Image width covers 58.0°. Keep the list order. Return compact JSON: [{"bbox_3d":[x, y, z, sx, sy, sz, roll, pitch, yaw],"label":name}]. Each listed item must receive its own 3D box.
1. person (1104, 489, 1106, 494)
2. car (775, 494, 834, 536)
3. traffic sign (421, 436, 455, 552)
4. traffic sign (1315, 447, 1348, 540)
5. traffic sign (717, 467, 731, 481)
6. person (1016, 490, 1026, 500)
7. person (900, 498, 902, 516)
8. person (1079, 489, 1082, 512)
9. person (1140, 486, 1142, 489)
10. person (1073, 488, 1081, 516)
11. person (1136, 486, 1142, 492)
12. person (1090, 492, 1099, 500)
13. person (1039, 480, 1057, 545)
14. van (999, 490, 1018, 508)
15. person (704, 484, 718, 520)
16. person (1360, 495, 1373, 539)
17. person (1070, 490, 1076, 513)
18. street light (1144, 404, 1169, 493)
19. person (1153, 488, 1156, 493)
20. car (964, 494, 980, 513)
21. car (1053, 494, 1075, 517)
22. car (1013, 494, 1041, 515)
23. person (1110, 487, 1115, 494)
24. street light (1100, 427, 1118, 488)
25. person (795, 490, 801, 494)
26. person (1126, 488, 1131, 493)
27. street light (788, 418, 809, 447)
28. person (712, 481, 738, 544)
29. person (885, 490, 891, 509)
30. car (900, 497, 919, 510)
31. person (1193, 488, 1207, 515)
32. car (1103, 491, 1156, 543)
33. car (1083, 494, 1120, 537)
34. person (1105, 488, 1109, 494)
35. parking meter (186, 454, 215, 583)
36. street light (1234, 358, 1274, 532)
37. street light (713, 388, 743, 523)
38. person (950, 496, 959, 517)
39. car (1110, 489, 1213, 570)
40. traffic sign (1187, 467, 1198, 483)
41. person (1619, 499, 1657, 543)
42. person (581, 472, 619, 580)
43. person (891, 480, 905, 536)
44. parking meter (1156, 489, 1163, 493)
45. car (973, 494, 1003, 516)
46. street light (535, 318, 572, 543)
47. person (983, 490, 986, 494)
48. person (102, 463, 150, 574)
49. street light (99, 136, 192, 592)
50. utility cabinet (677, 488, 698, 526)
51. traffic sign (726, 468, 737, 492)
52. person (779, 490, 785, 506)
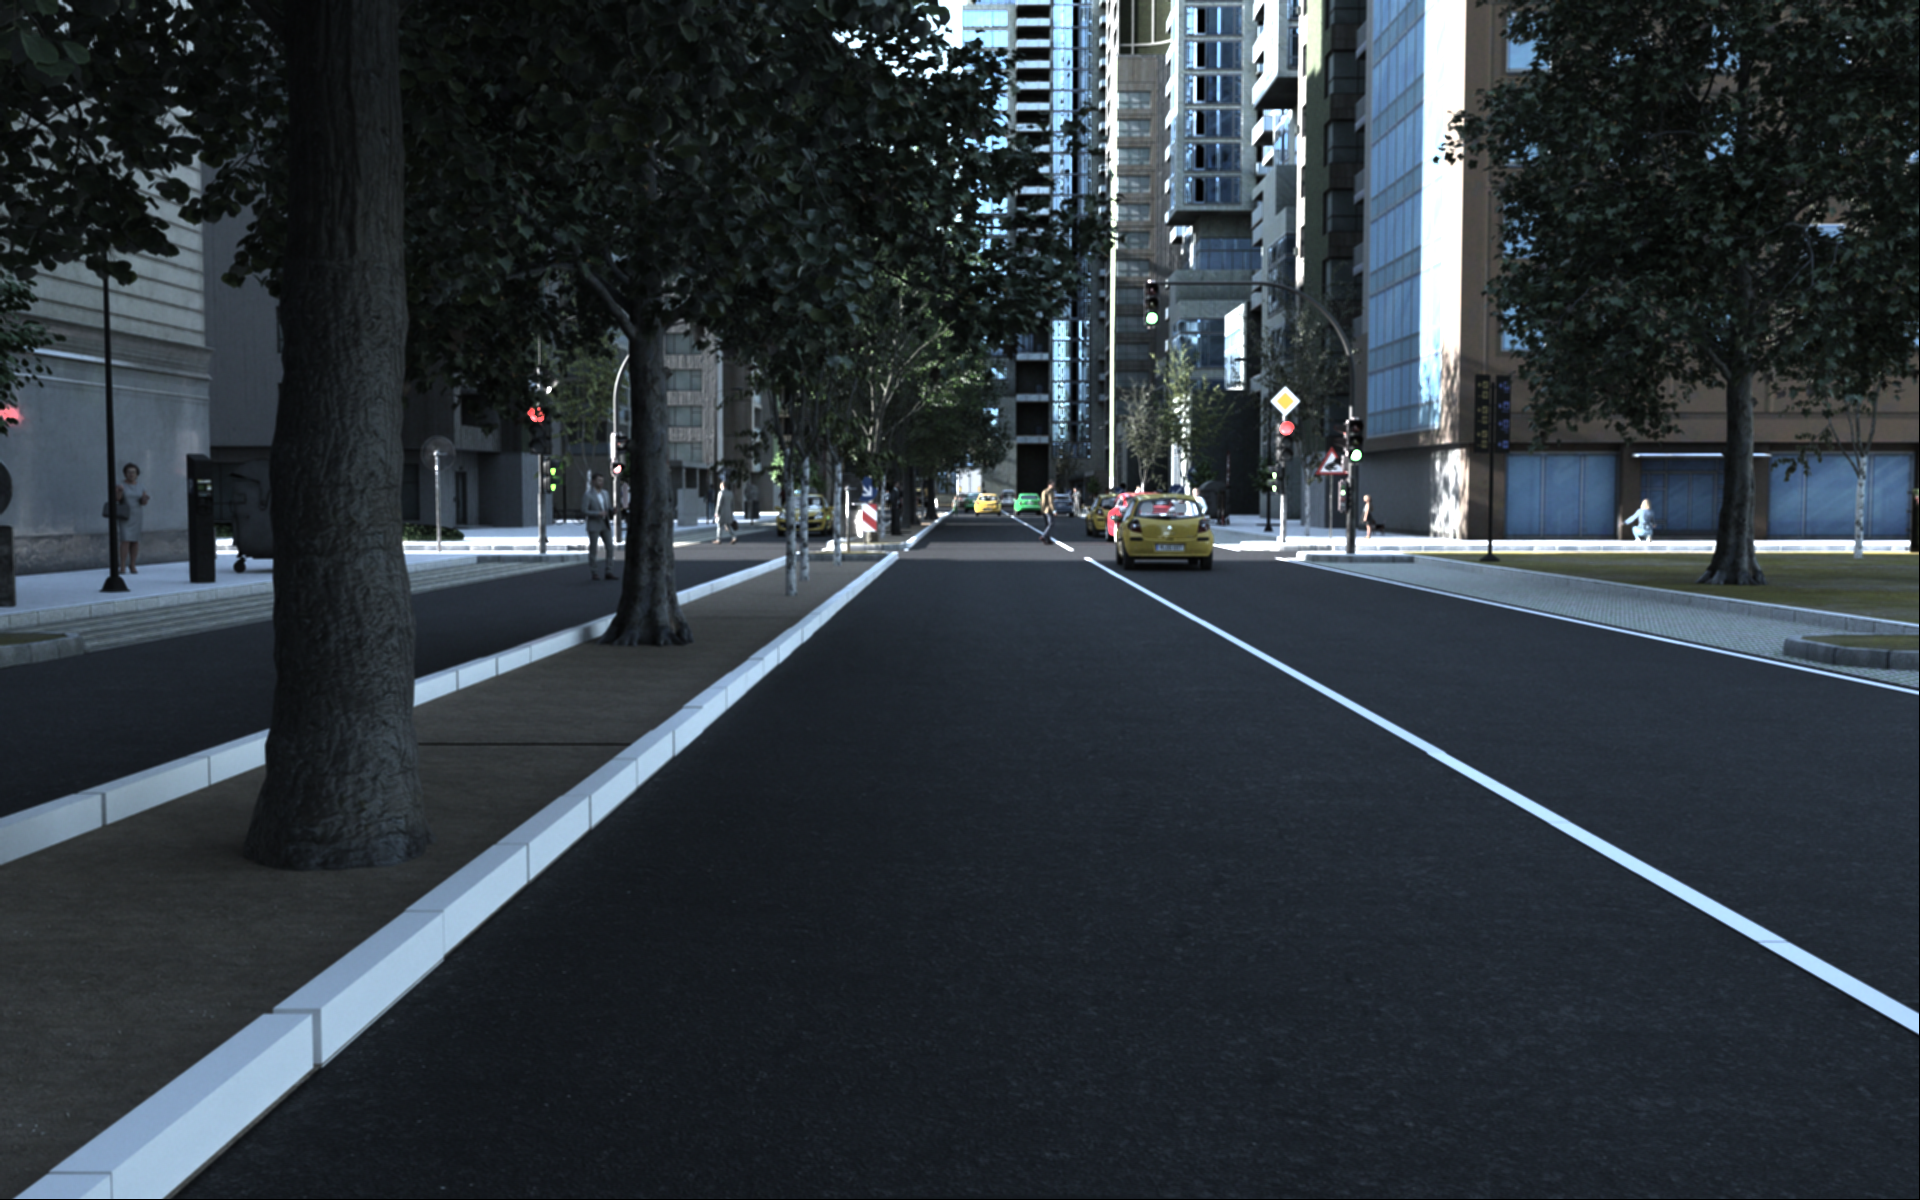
[{"bbox_3d":[13.014,-9.013,154.330,0.541,1.710,0.530,1,4,17],"label":"person"},{"bbox_3d":[-5.364,-3.055,60.178,2.015,1.641,3.980,0,4,1],"label":"car"},{"bbox_3d":[-11.467,-2.321,38.063,0.768,2.556,0.104,0,4,4],"label":"traffic sign"},{"bbox_3d":[10.242,-2.923,47.801,0.884,2.594,0.081,0,4,3],"label":"traffic sign"},{"bbox_3d":[-10.811,-4.875,79.447,0.795,2.593,0.064,0,4,1],"label":"traffic sign"},{"bbox_3d":[5.616,-8.924,154.434,1.348,1.821,0.705,2,4,34],"label":"person"},{"bbox_3d":[-3.603,-6.194,110.163,0.834,1.777,0.661,0,4,5],"label":"person"},{"bbox_3d":[9.392,-7.755,135.433,0.705,1.807,1.348,0,4,-4],"label":"person"},{"bbox_3d":[12.445,-6.918,119.251,0.767,1.812,0.694,2,4,27],"label":"person"},{"bbox_3d":[7.627,-6.400,112.950,0.447,1.846,0.655,-3,5,-44],"label":"person"},{"bbox_3d":[11.959,-6.661,115.059,0.679,1.850,0.850,-1,4,-20],"label":"person"},{"bbox_3d":[13.301,-9.994,170.274,1.217,1.723,0.721,-2,4,-30],"label":"person"},{"bbox_3d":[2.513,-2.483,49.001,0.656,1.842,0.836,2,4,32],"label":"person"},{"bbox_3d":[4.940,-10.291,175.275,2.013,2.044,4.112,0,4,2],"label":"van"},{"bbox_3d":[-12.500,-4.929,86.987,0.623,1.781,0.721,-2,4,-28],"label":"person"},{"bbox_3d":[11.537,-2.350,49.131,0.373,1.253,0.362,1,4,20],"label":"person"},{"bbox_3d":[8.644,-7.456,131.126,0.721,1.735,1.217,3,5,39],"label":"person"},{"bbox_3d":[10.231,-7.170,89.764,1.470,5.913,1.316,0,4,0],"label":"street light"},{"bbox_3d":[13.956,-7.225,124.887,0.721,1.736,1.217,2,4,24],"label":"person"},{"bbox_3d":[1.247,-7.708,134.819,1.959,1.807,4.718,0,4,1],"label":"car"},{"bbox_3d":[6.332,-5.982,109.806,2.014,1.417,4.499,0,4,1],"label":"car"},{"bbox_3d":[4.633,-6.663,117.742,1.959,1.807,4.718,0,4,-1],"label":"car"},{"bbox_3d":[6.117,-3.675,69.596,0.522,1.701,0.512,2,4,27],"label":"person"},{"bbox_3d":[10.377,-9.035,120.266,1.470,5.913,1.316,0,4,0],"label":"street light"},{"bbox_3d":[-10.994,-6.843,117.950,0.660,1.820,0.620,-2,4,-27],"label":"person"},{"bbox_3d":[12.577,-7.453,128.577,1.217,1.739,0.721,-2,4,-32],"label":"person"},{"bbox_3d":[-9.973,-8.179,106.267,1.470,5.913,1.316,0,4,0],"label":"street light"},{"bbox_3d":[-6.771,-2.521,49.814,0.767,1.812,0.694,2,4,35],"label":"person"},{"bbox_3d":[-6.962,-9.739,167.718,1.348,1.826,0.705,-2,4,-27],"label":"person"},{"bbox_3d":[-4.614,-8.652,150.494,2.155,1.783,4.494,0,4,1],"label":"car"},{"bbox_3d":[6.559,-2.303,47.970,0.330,1.601,0.589,-3,5,-40],"label":"person"},{"bbox_3d":[5.313,-2.563,50.946,2.155,1.783,4.494,0,4,-1],"label":"car"},{"bbox_3d":[5.222,-2.963,58.672,2.015,1.641,3.980,0,4,0],"label":"car"},{"bbox_3d":[12.996,-8.951,152.330,0.705,1.831,1.348,-1,4,-16],"label":"person"},{"bbox_3d":[-10.992,-1.185,25.085,0.255,1.863,0.399,-3,5,-42],"label":"parking meter"},{"bbox_3d":[10.018,-5.295,59.114,1.470,5.913,1.316,0,4,0],"label":"street light"},{"bbox_3d":[-10.135,-6.303,75.597,1.470,5.913,1.316,0,4,0],"label":"street light"},{"bbox_3d":[-0.339,-5.981,110.543,0.590,1.304,0.306,2,4,27],"label":"person"},{"bbox_3d":[3.989,-1.466,34.196,2.015,1.641,3.980,0,4,2],"label":"car"},{"bbox_3d":[10.923,-4.919,80.532,0.768,2.556,0.104,1,4,10],"label":"traffic sign"},{"bbox_3d":[17.821,-2.072,45.425,1.012,1.151,0.738,1,4,9],"label":"person"},{"bbox_3d":[-5.990,-1.240,28.969,0.583,1.804,0.606,3,4,36],"label":"person"},{"bbox_3d":[-2.156,-3.166,59.634,0.474,1.900,0.648,0,4,-6],"label":"person"},{"bbox_3d":[10.909,-5.271,94.595,0.372,1.533,0.369,0,3,0],"label":"parking meter"},{"bbox_3d":[1.855,-6.360,114.215,2.015,1.641,3.980,0,4,1],"label":"car"},{"bbox_3d":[-10.413,-4.449,45.288,1.470,5.913,1.316,0,4,0],"label":"street light"},{"bbox_3d":[2.739,-11.356,193.800,1.348,1.869,0.705,2,4,24],"label":"person"},{"bbox_3d":[-13.371,-1.309,27.796,0.532,1.782,0.716,3,5,44],"label":"person"},{"bbox_3d":[-10.584,-3.062,22.610,1.470,5.913,1.316,0,4,0],"label":"street light"},{"bbox_3d":[-10.855,-3.685,68.930,0.318,1.500,1.173,1,4,18],"label":"utility cabinet"},{"bbox_3d":[-11.173,-5.182,84.824,0.768,2.556,0.104,0,4,1],"label":"traffic sign"},{"bbox_3d":[-13.079,-7.526,129.058,1.348,1.831,0.705,3,5,41],"label":"person"}]
